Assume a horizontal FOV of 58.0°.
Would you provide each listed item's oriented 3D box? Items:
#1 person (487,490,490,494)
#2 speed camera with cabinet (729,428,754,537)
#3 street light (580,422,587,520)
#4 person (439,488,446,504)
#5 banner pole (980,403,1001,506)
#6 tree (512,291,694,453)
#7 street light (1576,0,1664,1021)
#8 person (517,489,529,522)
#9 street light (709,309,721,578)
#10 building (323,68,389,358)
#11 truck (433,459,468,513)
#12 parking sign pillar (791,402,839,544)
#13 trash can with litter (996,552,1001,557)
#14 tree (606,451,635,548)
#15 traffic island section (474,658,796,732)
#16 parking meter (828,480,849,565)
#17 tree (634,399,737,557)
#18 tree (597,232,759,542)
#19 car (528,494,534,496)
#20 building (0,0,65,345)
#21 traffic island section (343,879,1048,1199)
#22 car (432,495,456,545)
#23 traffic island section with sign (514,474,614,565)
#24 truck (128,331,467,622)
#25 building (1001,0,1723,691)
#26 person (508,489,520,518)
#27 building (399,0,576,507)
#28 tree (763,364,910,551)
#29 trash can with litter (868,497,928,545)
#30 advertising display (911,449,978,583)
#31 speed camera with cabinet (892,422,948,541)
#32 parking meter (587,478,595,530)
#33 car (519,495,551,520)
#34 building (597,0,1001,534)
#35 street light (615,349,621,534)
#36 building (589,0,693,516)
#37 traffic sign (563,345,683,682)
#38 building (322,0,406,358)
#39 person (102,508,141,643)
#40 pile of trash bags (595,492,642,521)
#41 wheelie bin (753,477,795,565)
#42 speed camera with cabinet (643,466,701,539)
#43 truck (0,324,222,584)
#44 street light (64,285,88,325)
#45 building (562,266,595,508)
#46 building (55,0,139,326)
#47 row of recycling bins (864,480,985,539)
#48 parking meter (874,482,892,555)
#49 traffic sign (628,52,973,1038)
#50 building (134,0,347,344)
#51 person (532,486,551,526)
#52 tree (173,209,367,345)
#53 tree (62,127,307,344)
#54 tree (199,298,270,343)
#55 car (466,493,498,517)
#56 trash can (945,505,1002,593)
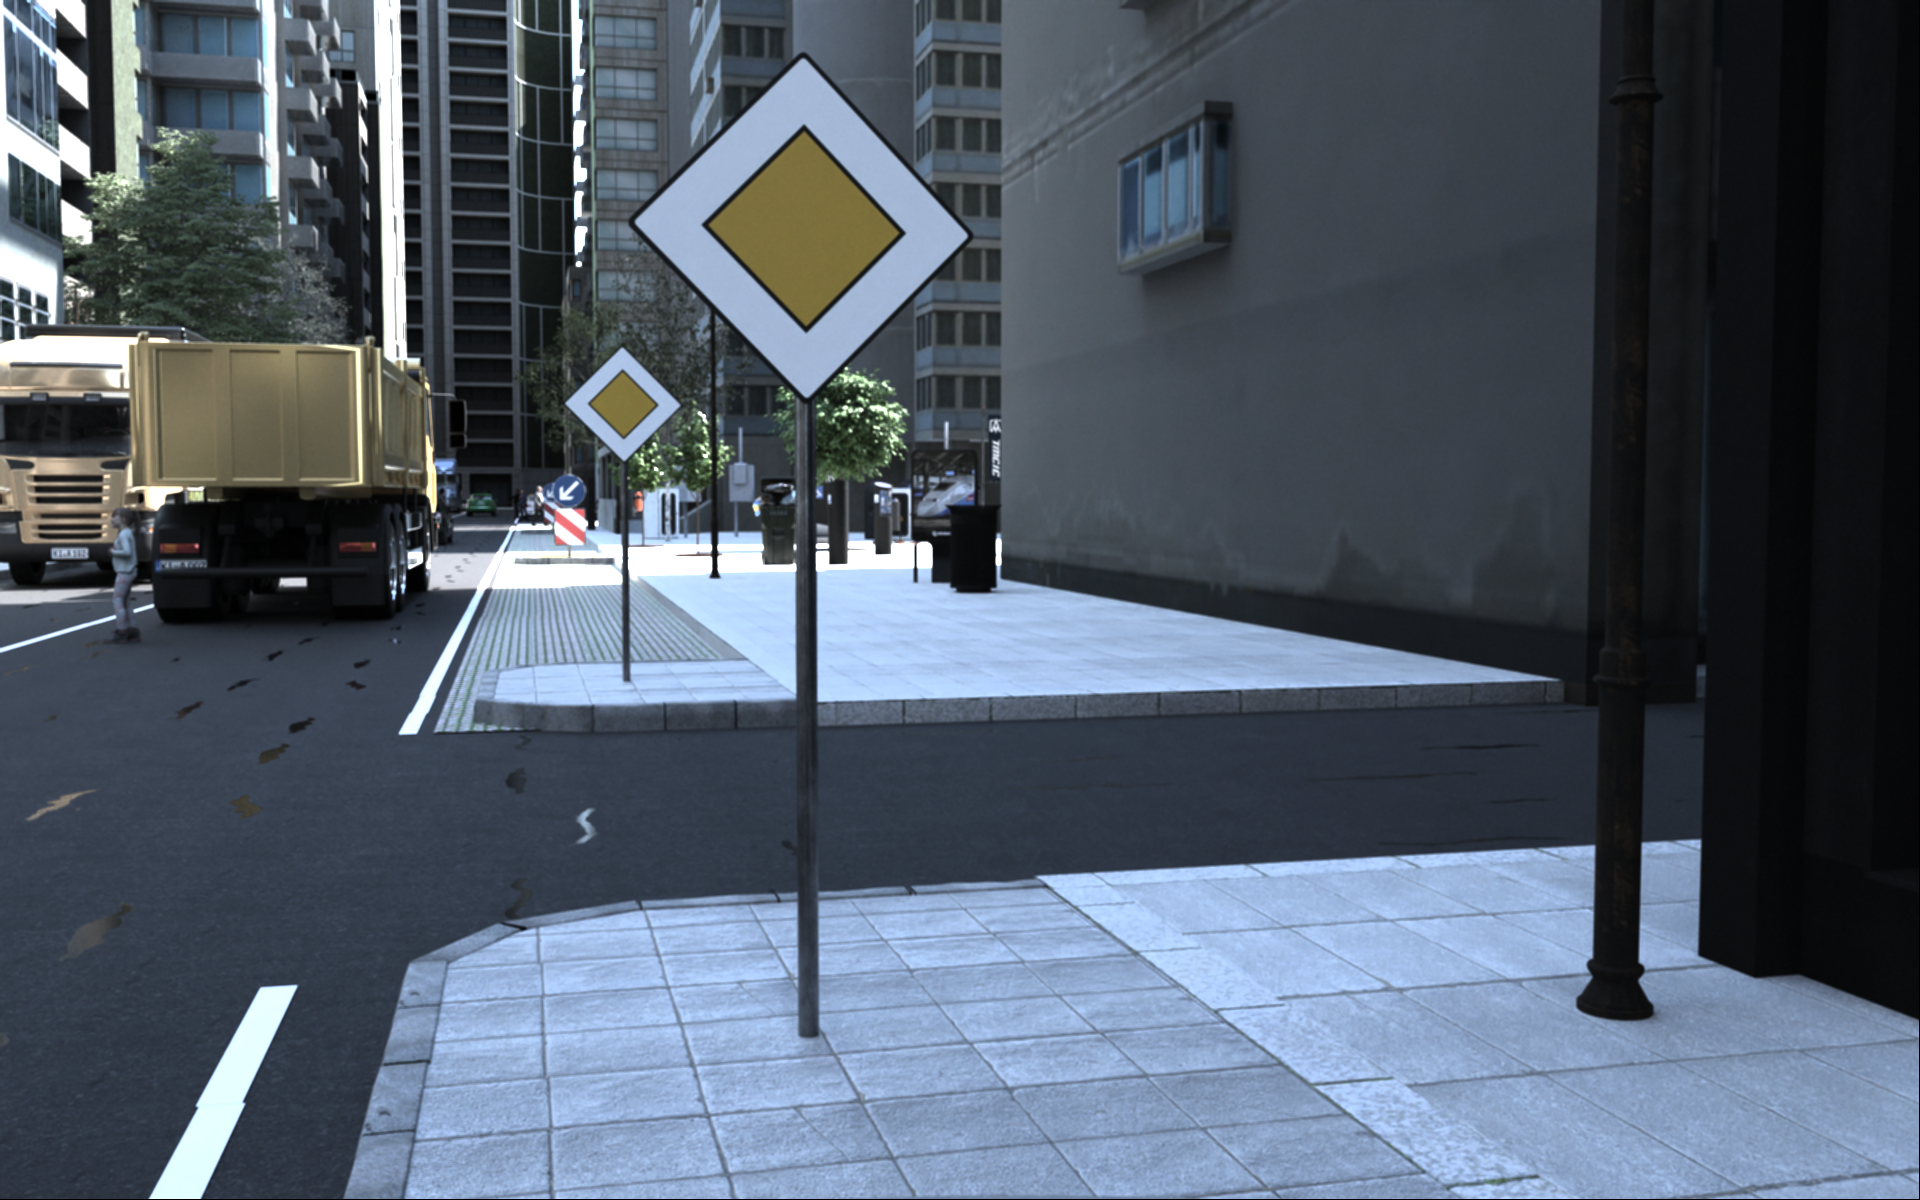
[{"bbox_3d":[-36.103,-7.528,132.305,0.721,1.735,1.217,2,4,26],"label":"person"},{"bbox_3d":[-5.832,-3.511,51.737,2.038,3.252,0.660,0,4,2],"label":"speed camera with cabinet"},{"bbox_3d":[-18.335,-6.854,84.850,0.468,5.910,1.993,-1,4,-14],"label":"street light"},{"bbox_3d":[-27.420,-5.068,92.087,0.721,1.735,1.217,-1,4,-14],"label":"person"},{"bbox_3d":[0.849,-3.547,48.016,0.863,3.779,0.401,-1,4,-15],"label":"banner pole"},{"bbox_3d":[-15.980,-8.844,79.007,8.767,10.594,7.601,-1,4,-17],"label":"tree"},{"bbox_3d":[1.628,-1.917,4.128,0.468,5.910,1.993,-1,4,-14],"label":"street light"},{"bbox_3d":[-22.756,-4.939,90.172,0.541,1.710,0.530,3,5,43],"label":"person"},{"bbox_3d":[-3.741,-3.271,26.264,0.468,5.910,1.993,-1,4,-14],"label":"street light"},{"bbox_3d":[-46.589,-21.125,117.100,14.160,30.474,14.107,-1,4,-14],"label":"building"},{"bbox_3d":[-40.556,-9.000,136.913,2.967,4.110,18.799,-1,4,-12],"label":"truck"},{"bbox_3d":[-3.721,-3.450,44.875,1.447,3.967,1.447,0,4,-3],"label":"parking sign pillar"},{"bbox_3d":[1.139,-1.515,35.823,1.678,1.210,2.233,1,4,14],"label":"trash can with litter"},{"bbox_3d":[-7.545,-2.885,41.763,1.663,3.219,1.824,0,3,0],"label":"tree"},{"bbox_3d":[-2.264,0.636,11.879,2.009,0.180,2.903,-1,4,-14],"label":"traffic island section"},{"bbox_3d":[-2.206,-1.406,31.406,0.372,1.533,0.369,0,3,0],"label":"parking meter"},{"bbox_3d":[-5.532,-2.507,35.592,1.663,3.219,1.824,0,3,0],"label":"tree"},{"bbox_3d":[-7.595,-5.860,46.166,4.360,8.622,3.978,0,3,0],"label":"tree"},{"bbox_3d":[-37.323,-8.691,152.316,2.015,1.641,3.980,-1,4,-14],"label":"car"},{"bbox_3d":[-88.168,-50.201,133.460,31.000,86.520,22.319,-1,4,-14],"label":"building"},{"bbox_3d":[-0.341,1.110,4.128,2.009,0.180,2.903,-1,4,-14],"label":"traffic island section"},{"bbox_3d":[-15.521,-2.440,49.681,2.009,1.686,4.222,-1,4,-13],"label":"car"},{"bbox_3d":[-8.189,-1.659,35.758,1.989,1.847,2.006,-1,4,-14],"label":"traffic island section with sign"},{"bbox_3d":[-8.573,-1.667,23.174,3.469,3.379,9.791,-1,4,-13],"label":"truck"},{"bbox_3d":[11.851,-24.424,23.030,21.600,48.544,21.300,-1,4,-14],"label":"building"},{"bbox_3d":[-26.447,-5.734,103.066,1.217,1.723,0.721,3,4,36],"label":"person"},{"bbox_3d":[-48.957,-44.922,172.732,20.611,71.187,20.563,-1,4,-14],"label":"building"},{"bbox_3d":[-2.822,-3.423,39.684,4.285,4.588,4.351,0,3,0],"label":"tree"},{"bbox_3d":[-1.361,-2.021,44.095,2.233,1.210,1.678,-1,4,-13],"label":"trash can with litter"},{"bbox_3d":[-0.223,-1.211,25.017,0.974,1.923,0.123,1,4,9],"label":"advertising display"},{"bbox_3d":[-1.086,-3.261,47.646,2.038,3.252,0.660,1,4,23],"label":"speed camera with cabinet"},{"bbox_3d":[-13.209,-3.443,61.997,0.255,1.863,0.399,-1,4,-18],"label":"parking meter"},{"bbox_3d":[-23.616,-5.180,97.059,2.083,1.381,4.827,-1,4,-16],"label":"car"},{"bbox_3d":[2.628,-22.885,66.046,32.217,40.220,23.993,-1,4,-14],"label":"building"},{"bbox_3d":[-10.962,-5.050,55.357,0.468,5.910,1.993,-1,4,-14],"label":"street light"},{"bbox_3d":[-13.118,-25.157,94.906,14.154,41.232,14.086,-1,4,-14],"label":"building"},{"bbox_3d":[-2.285,-0.499,11.796,0.795,2.450,0.064,-1,4,-14],"label":"traffic sign"},{"bbox_3d":[-59.075,-33.605,138.674,27.495,52.752,28.713,-1,4,-14],"label":"building"},{"bbox_3d":[-8.098,-0.241,16.725,0.394,1.301,0.425,-3,5,-40],"label":"person"},{"bbox_3d":[-16.130,-4.454,82.575,1.912,1.369,3.447,2,4,25],"label":"pile of trash bags"},{"bbox_3d":[-3.264,-1.438,31.425,0.980,1.594,0.693,0,4,-6],"label":"wheelie bin"},{"bbox_3d":[-8.285,-3.401,49.936,0.660,3.252,2.038,2,4,28],"label":"speed camera with cabinet"},{"bbox_3d":[-14.710,-2.575,31.017,2.839,4.237,11.283,-1,4,-14],"label":"truck"},{"bbox_3d":[-19.584,-4.021,38.538,0.468,5.910,1.993,-1,4,-14],"label":"street light"},{"bbox_3d":[-19.630,-18.569,148.642,27.650,21.520,28.899,-1,4,-14],"label":"building"},{"bbox_3d":[-37.113,-17.594,59.360,14.160,30.474,14.107,-1,4,-14],"label":"building"},{"bbox_3d":[-1.022,-2.604,49.681,3.534,1.692,1.069,-1,4,-20],"label":"row of recycling bins"},{"bbox_3d":[-1.615,-1.714,36.436,0.372,1.533,0.369,0,3,0],"label":"parking meter"},{"bbox_3d":[-0.362,-0.025,4.045,0.795,2.450,0.064,-1,4,-14],"label":"traffic sign"},{"bbox_3d":[-46.044,-29.000,93.756,23.786,49.044,30.456,-1,4,-14],"label":"building"},{"bbox_3d":[-18.665,-4.170,77.072,0.834,1.777,0.661,0,4,3],"label":"person"},{"bbox_3d":[-30.225,-10.106,75.607,12.009,13.543,11.850,0,3,0],"label":"tree"},{"bbox_3d":[-24.112,-8.298,53.802,7.486,12.596,7.792,0,3,0],"label":"tree"},{"bbox_3d":[-26.917,-6.875,62.773,4.360,8.622,3.978,0,3,0],"label":"tree"},{"bbox_3d":[-30.978,-6.321,112.151,1.959,1.807,4.718,-1,4,-13],"label":"car"},{"bbox_3d":[0.178,-0.673,22.654,0.748,1.137,0.748,0,3,0],"label":"trash can"}]
